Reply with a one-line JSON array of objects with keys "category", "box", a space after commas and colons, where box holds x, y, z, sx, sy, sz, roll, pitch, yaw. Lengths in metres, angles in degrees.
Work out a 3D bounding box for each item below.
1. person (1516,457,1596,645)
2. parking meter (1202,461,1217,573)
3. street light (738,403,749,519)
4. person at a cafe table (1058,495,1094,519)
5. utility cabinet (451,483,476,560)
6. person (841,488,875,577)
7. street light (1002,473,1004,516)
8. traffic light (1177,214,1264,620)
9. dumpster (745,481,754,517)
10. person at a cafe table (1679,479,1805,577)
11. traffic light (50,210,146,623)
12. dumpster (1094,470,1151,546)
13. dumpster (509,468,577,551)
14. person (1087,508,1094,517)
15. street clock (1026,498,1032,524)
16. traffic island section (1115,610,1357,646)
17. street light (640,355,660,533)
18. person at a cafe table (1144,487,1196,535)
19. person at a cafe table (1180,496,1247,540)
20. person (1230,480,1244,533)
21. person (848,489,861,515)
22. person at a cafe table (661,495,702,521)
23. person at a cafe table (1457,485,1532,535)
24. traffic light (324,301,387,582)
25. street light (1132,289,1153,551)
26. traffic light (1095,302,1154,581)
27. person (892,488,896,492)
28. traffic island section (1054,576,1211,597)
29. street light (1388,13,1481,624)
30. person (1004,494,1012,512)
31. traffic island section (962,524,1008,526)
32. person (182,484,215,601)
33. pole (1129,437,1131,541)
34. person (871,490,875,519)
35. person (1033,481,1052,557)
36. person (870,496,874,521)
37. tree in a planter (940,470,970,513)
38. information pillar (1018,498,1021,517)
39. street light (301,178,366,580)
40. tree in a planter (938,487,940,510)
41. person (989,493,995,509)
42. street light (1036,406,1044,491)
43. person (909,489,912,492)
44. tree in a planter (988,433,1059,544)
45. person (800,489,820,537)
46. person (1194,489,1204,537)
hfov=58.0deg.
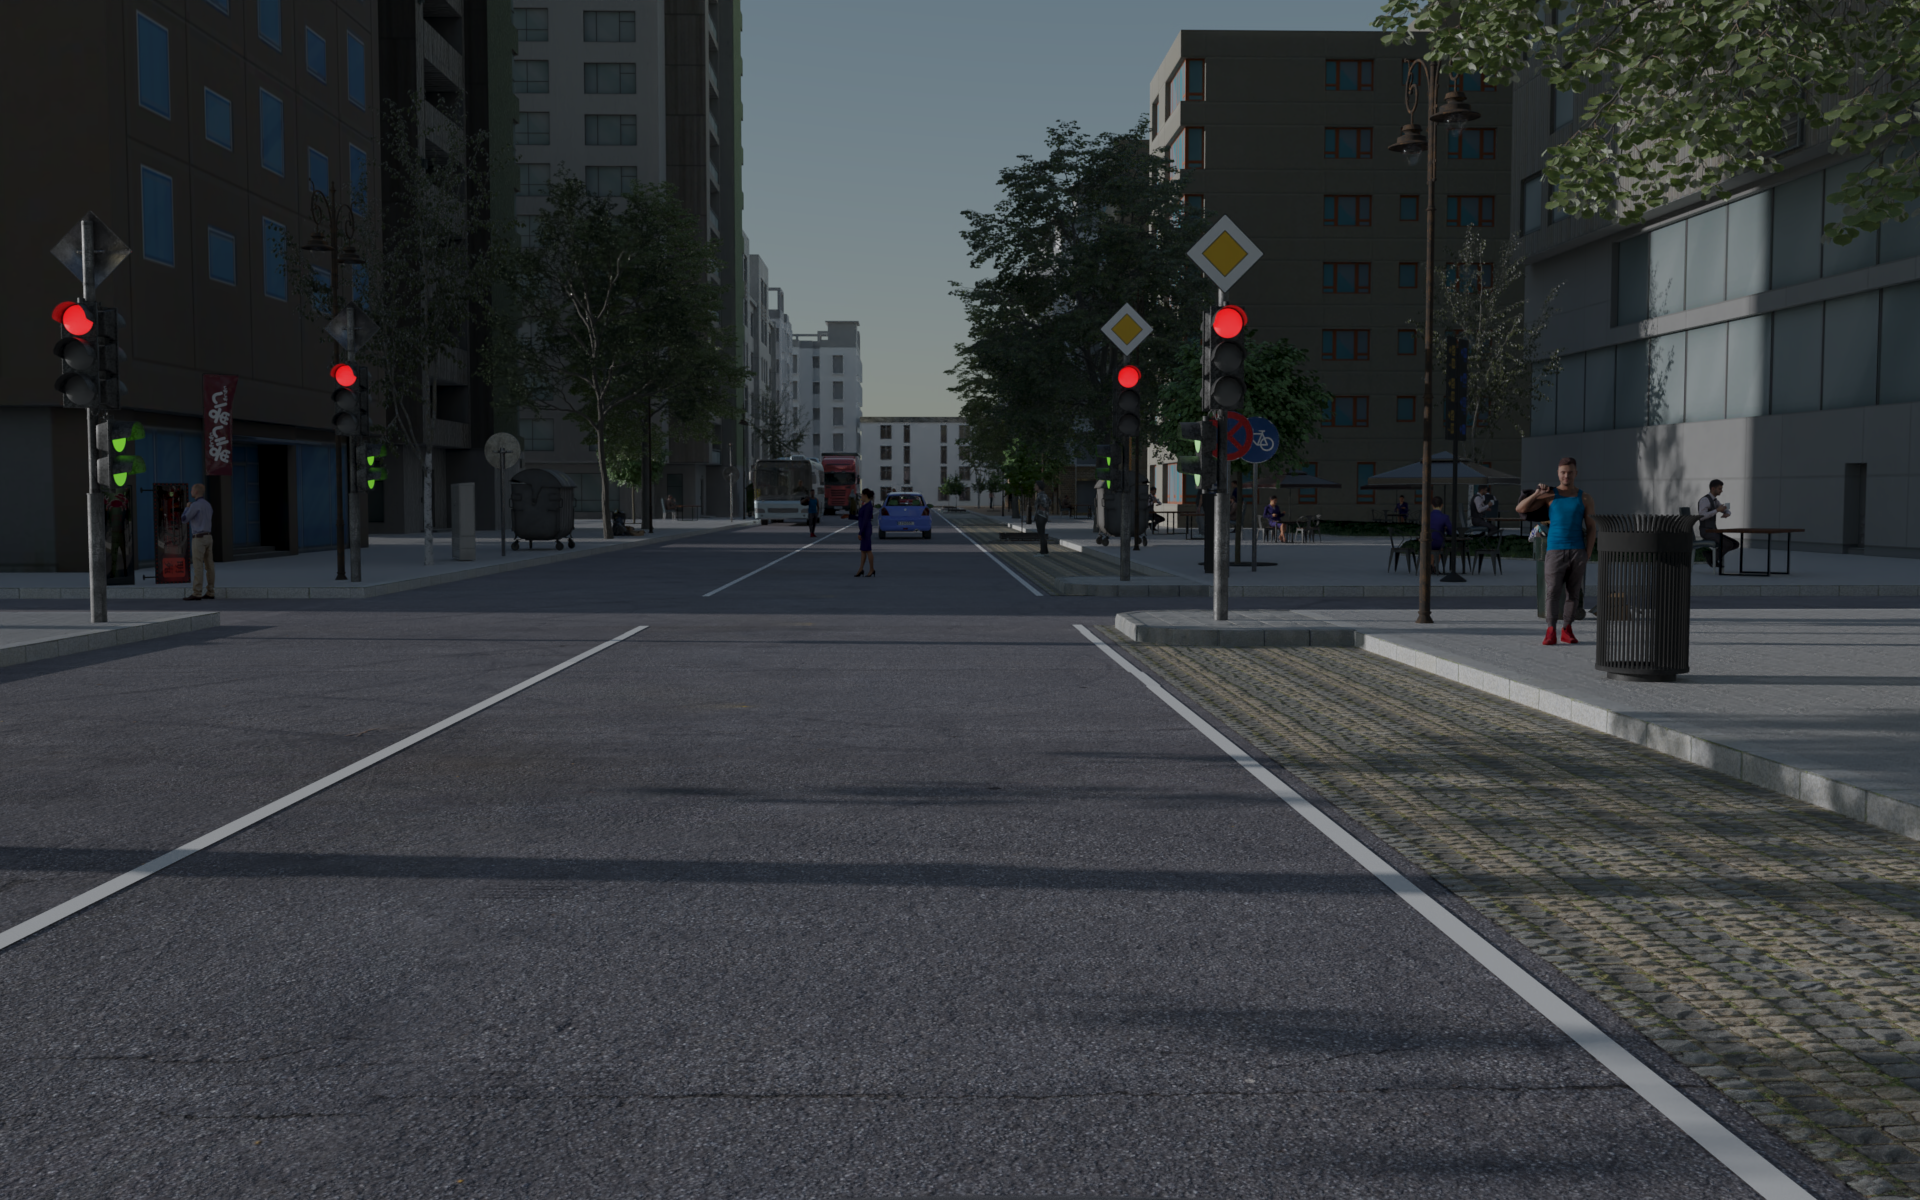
[{"category": "person", "box": [5.137, -0.428, 14.911, 0.647, 1.594, 0.662, 0, 4, 8]}, {"category": "parking meter", "box": [4.129, -1.367, 28.057, 0.399, 1.863, 0.255, 1, 4, 13]}, {"category": "street light", "box": [-10.976, -7.043, 87.933, 0.468, 5.910, 1.993, 0, 4, -2]}, {"category": "person at a cafe table", "box": [5.944, -4.787, 89.130, 1.726, 1.238, 1.698, 1, 4, 10]}, {"category": "utility cabinet", "box": [-9.635, -1.521, 33.542, 0.318, 1.500, 1.173, -2, 4, -23]}, {"category": "person", "box": [-1.738, -1.160, 29.835, 0.546, 1.535, 0.453, -1, 4, -18]}, {"category": "street light", "box": [2.474, -7.743, 99.383, 0.468, 5.910, 1.993, 0, 4, -2]}, {"category": "traffic light", "box": [2.638, -1.750, 17.534, 0.839, 4.253, 0.868, 0, 4, -2]}, {"category": "dumpster", "box": [-11.195, -5.738, 96.312, 1.502, 2.255, 1.985, 0, 4, -2]}, {"category": "person at a cafe table", "box": [12.372, -1.170, 27.645, 1.622, 1.524, 1.698, 3, 5, 41]}, {"category": "traffic light", "box": [-8.599, -1.731, 17.219, 0.839, 4.253, 0.868, 0, 4, -2]}, {"category": "dumpster", "box": [4.058, -2.285, 43.120, 1.264, 1.857, 1.865, 0, 4, -2]}, {"category": "dumpster", "box": [-9.607, -2.087, 39.886, 1.264, 1.857, 1.865, 0, 4, -2]}, {"category": "person", "box": [7.211, -4.853, 95.860, 0.357, 0.543, 0.381, 0, 4, -7]}, {"category": "street clock", "box": [2.938, -4.226, 73.662, 0.471, 2.002, 0.358, -2, 4, -24]}, {"category": "traffic island section", "box": [2.678, 0.283, 17.649, 2.009, 0.180, 2.903, 0, 4, -2]}, {"category": "street light", "box": [-10.144, -5.131, 56.672, 0.468, 5.910, 1.993, 0, 4, -2]}, {"category": "person at a cafe table", "box": [6.471, -2.874, 55.510, 1.622, 1.524, 1.698, 2, 4, 33]}, {"category": "person at a cafe table", "box": [7.165, -2.313, 48.685, 1.726, 1.238, 1.698, 1, 4, 15]}, {"category": "person", "box": [9.077, -3.092, 57.296, 0.504, 1.737, 0.576, 1, 4, 22]}, {"category": "person", "box": [-6.679, -6.122, 109.320, 0.721, 1.736, 1.217, 2, 4, 34]}, {"category": "person at a cafe table", "box": [-13.422, -4.411, 82.985, 1.726, 1.238, 1.698, -1, 4, -21]}, {"category": "person at a cafe table", "box": [12.272, -1.904, 39.646, 1.622, 1.524, 1.698, 0, 4, 6]}, {"category": "traffic light", "box": [-8.812, -2.219, 25.201, 0.839, 4.253, 0.868, 0, 4, -2]}, {"category": "street light", "box": [4.013, -4.062, 39.197, 0.468, 5.910, 1.993, 0, 4, -2]}, {"category": "traffic light", "box": [2.425, -2.238, 25.516, 0.839, 4.253, 0.868, 0, 4, -2]}, {"category": "person", "box": [-3.469, -5.074, 92.150, 0.565, 1.739, 0.600, 2, 4, 29]}, {"category": "traffic island section", "box": [2.465, -0.205, 25.631, 2.009, 0.180, 2.903, 0, 4, -2]}, {"category": "street light", "box": [4.624, -2.708, 17.059, 0.468, 5.910, 1.993, 0, 4, -2]}, {"category": "person", "box": [3.646, -7.216, 124.842, 1.217, 1.723, 0.721, 0, 4, -1]}, {"category": "traffic island section", "box": [1.093, -3.324, 77.221, 1.991, 0.108, 1.994, 0, 4, -2]}, {"category": "person", "box": [-10.307, -0.788, 23.443, 0.319, 1.574, 0.516, 1, 4, 15]}, {"category": "pole", "box": [4.516, -3.236, 46.754, 0.158, 3.312, 0.155, 0, 3, 0]}, {"category": "person", "box": [-5.157, -5.487, 99.678, 0.517, 1.644, 0.566, 0, 4, -7]}, {"category": "person", "box": [1.866, -1.838, 39.282, 0.376, 1.734, 0.841, 1, 4, 16]}, {"category": "person", "box": [-4.696, -4.833, 91.433, 0.340, 1.345, 0.435, -3, 5, -41]}, {"category": "tree in a planter", "box": [-0.265, -7.995, 127.948, 1.991, 3.239, 1.994, 0, 4, -2]}, {"category": "information pillar", "box": [3.147, -6.383, 95.724, 0.504, 3.616, 0.183, -3, 5, -45]}, {"category": "street light", "box": [-9.258, -3.239, 25.745, 0.468, 5.910, 1.993, 0, 4, -2]}, {"category": "tree in a planter", "box": [-0.985, -9.643, 154.882, 1.991, 3.239, 1.994, 0, 4, -2]}, {"category": "person", "box": [2.840, -8.957, 153.202, 0.721, 1.736, 1.217, -1, 4, -23]}, {"category": "street light", "box": [3.318, -5.899, 69.231, 0.468, 5.910, 1.993, 0, 4, -2]}, {"category": "person", "box": [-3.381, -6.581, 116.541, 0.568, 1.767, 0.683, 1, 4, 14]}, {"category": "tree in a planter", "box": [1.808, -3.240, 50.191, 1.991, 3.239, 1.994, 0, 4, -2]}, {"category": "person", "box": [-4.968, -2.893, 57.671, 0.647, 1.594, 0.662, -2, 4, -31]}, {"category": "person", "box": [7.119, -2.768, 51.432, 0.434, 1.807, 0.598, 1, 4, 21]}]
